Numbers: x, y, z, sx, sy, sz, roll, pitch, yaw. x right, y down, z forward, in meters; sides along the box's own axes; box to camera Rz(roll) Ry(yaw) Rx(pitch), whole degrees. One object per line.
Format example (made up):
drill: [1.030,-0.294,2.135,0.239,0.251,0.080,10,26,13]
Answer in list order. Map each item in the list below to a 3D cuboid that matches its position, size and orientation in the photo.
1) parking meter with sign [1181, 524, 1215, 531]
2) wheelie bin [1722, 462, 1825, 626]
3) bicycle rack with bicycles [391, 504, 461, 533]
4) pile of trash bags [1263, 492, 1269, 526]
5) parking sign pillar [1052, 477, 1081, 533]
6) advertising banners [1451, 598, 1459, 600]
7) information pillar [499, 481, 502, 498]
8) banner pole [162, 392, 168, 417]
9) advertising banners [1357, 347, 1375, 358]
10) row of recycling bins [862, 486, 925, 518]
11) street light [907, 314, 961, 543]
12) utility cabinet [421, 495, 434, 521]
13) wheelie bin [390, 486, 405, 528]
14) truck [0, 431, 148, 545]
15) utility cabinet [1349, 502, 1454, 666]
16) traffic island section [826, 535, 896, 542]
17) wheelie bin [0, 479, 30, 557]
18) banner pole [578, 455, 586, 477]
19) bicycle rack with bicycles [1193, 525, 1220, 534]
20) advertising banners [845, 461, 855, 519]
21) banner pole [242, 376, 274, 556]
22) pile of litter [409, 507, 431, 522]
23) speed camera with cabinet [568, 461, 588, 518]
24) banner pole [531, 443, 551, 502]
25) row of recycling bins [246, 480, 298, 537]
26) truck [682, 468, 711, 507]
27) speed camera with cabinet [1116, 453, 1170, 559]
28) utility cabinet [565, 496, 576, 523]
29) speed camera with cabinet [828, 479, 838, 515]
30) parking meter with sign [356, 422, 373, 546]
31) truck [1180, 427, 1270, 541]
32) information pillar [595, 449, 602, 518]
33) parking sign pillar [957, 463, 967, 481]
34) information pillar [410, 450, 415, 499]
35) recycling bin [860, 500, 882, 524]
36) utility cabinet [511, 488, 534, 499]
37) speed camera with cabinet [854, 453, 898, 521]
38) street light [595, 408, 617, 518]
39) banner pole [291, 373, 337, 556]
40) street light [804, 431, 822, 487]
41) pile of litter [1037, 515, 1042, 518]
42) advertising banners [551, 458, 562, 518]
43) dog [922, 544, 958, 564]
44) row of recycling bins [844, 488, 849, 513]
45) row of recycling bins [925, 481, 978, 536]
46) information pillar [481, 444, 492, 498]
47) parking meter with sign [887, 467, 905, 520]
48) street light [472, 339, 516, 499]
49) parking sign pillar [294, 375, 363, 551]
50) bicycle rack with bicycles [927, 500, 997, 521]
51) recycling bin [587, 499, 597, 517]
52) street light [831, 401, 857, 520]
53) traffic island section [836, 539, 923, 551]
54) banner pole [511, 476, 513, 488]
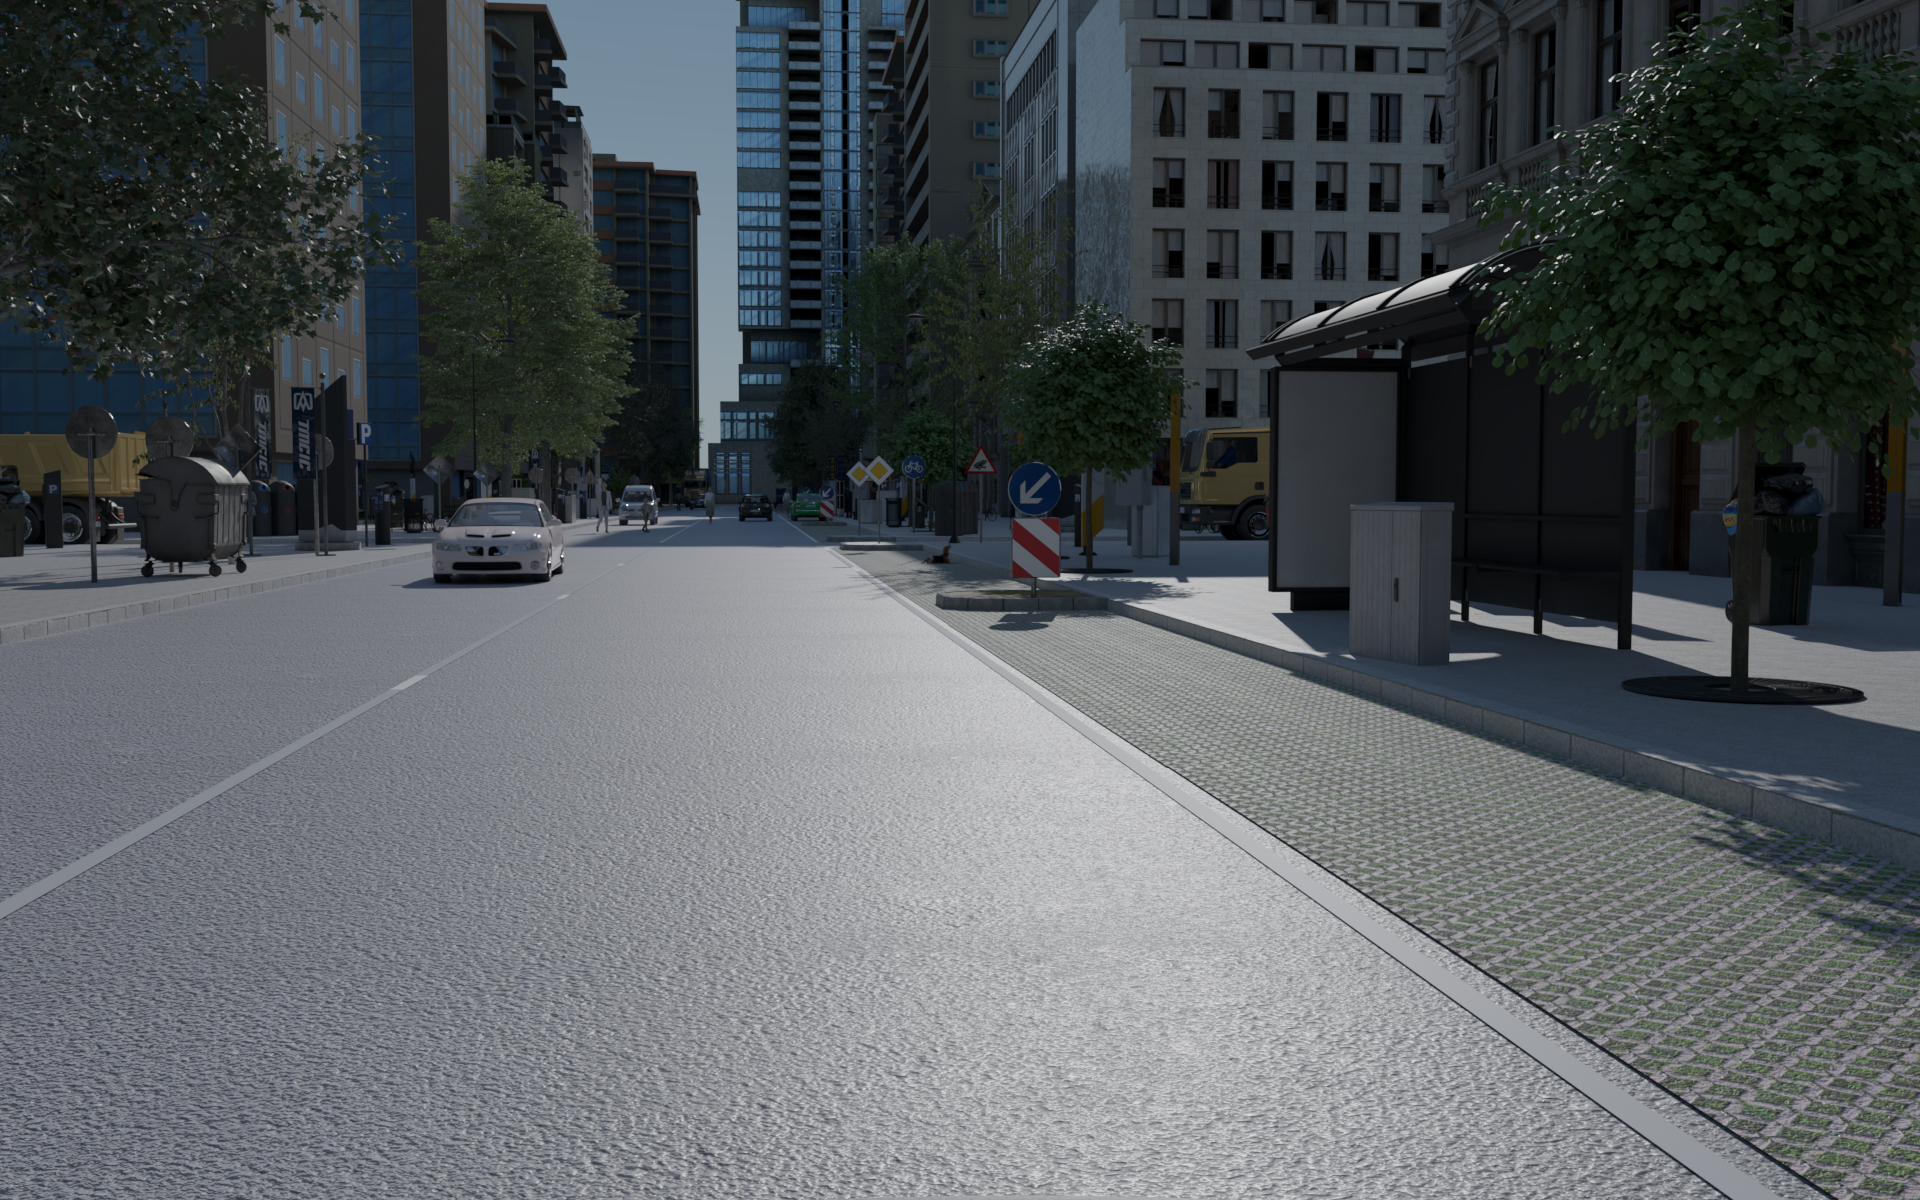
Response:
parking meter with sign: [8.103,-3.941,60.696,1.738,3.016,0.543,0,4,1]
wheelie bin: [8.053,-0.561,17.081,0.980,1.594,0.693,-1,4,-11]
bicycle rack with bicycles: [-17.902,-2.802,59.191,2.852,0.926,2.925,1,4,23]
pile of trash bags: [8.939,-2.058,43.409,3.447,1.369,1.912,-3,4,-36]
parking sign pillar: [3.755,-4.268,58.254,1.447,3.967,1.447,2,4,34]
advertising banners: [6.127,-1.507,20.828,2.074,3.025,0.090,1,4,14]
information pillar: [-24.885,-5.479,94.074,0.304,2.012,0.304,-1,4,-18]
banner pole: [-19.307,-3.190,42.178,0.401,3.779,0.863,-2,4,-32]
advertising banners: [4.422,-1.470,20.218,0.090,3.025,2.074,2,4,35]
row of recycling bins: [-3.525,-5.290,93.600,3.534,1.692,1.069,-1,4,-13]
street light: [-0.681,-4.428,44.940,1.470,5.913,1.316,0,4,-7]
utility cabinet: [-24.997,-4.289,81.283,0.306,1.237,1.020,0,4,0]
wheelie bin: [-21.541,-3.560,66.118,0.693,1.594,0.980,-2,4,-27]
truck: [-26.923,-3.042,45.668,9.791,3.379,3.469,0,4,-8]
utility cabinet: [3.391,-0.137,13.401,0.306,1.237,1.020,-1,4,-18]
traffic island section: [-3.048,-1.868,52.822,2.009,0.180,2.903,0,4,-7]
wheelie bin: [-19.529,-1.685,35.461,0.693,1.594,0.980,3,5,41]
banner pole: [-23.943,-7.312,109.561,0.401,3.779,0.863,2,4,29]
bicycle rack with bicycles: [8.837,-2.631,56.393,2.925,0.926,2.852,-2,4,-27]
advertising banners: [-5.780,-5.835,91.594,0.090,3.025,2.074,1,4,10]
banner pole: [-14.609,-2.814,36.027,0.401,3.779,0.863,1,4,23]
pile of litter: [-24.937,-3.989,79.186,1.719,0.858,1.176,0,4,-2]
speed camera with cabinet: [-20.354,-5.982,92.147,0.660,3.252,2.038,-2,4,-26]
banner pole: [-20.651,-5.795,84.762,0.863,3.779,0.401,2,4,27]
row of recycling bins: [-21.093,-2.795,52.817,1.069,1.692,3.534,2,4,28]
truck: [-28.699,-12.258,189.337,2.839,4.237,11.283,0,4,-5]
speed camera with cabinet: [3.710,-2.484,34.955,0.660,3.252,2.038,1,4,23]
utility cabinet: [-17.084,-3.963,75.961,0.306,1.237,1.020,0,4,-2]
speed camera with cabinet: [-7.644,-6.769,105.001,0.660,3.252,2.038,0,4,1]
parking meter with sign: [-15.323,-2.829,42.509,1.738,3.016,0.543,1,4,14]
truck: [10.494,-3.354,50.758,9.791,3.379,3.469,0,4,-6]
information pillar: [-18.976,-6.092,90.958,0.183,3.616,0.504,-3,5,-44]
parking sign pillar: [-0.268,-6.280,91.143,1.447,3.967,1.447,2,4,30]
information pillar: [-28.951,-6.130,91.586,0.183,3.616,0.504,-3,4,-38]
recycling bin: [-3.863,-3.817,74.962,0.722,1.027,0.722,3,4,38]
utility cabinet: [-15.462,-3.185,60.746,1.173,1.500,0.318,2,4,28]
speed camera with cabinet: [-4.008,-5.417,82.902,2.038,3.252,0.660,0,4,4]
street light: [-18.927,-7.373,93.092,1.470,5.913,1.316,0,4,-7]
banner pole: [-13.366,-2.798,35.762,0.863,3.779,0.401,-2,4,-34]
street light: [-10.711,-9.439,126.871,1.470,5.913,1.316,0,4,-7]
pile of litter: [2.960,-3.453,70.420,1.176,0.858,1.719,-1,4,-19]
advertising banners: [-19.662,-5.389,84.299,0.090,3.025,2.074,-2,4,-27]
dog: [-0.435,-0.936,35.491,0.748,0.427,0.550,3,5,43]
row of recycling bins: [-7.889,-6.852,119.149,1.069,1.692,3.534,1,4,21]
row of recycling bins: [-0.135,-2.892,54.403,1.069,1.692,3.534,1,4,11]
information pillar: [-21.490,-5.331,78.515,0.504,3.616,0.183,-3,5,-41]
parking meter with sign: [-3.260,-5.552,87.032,0.543,3.016,1.738,-2,4,-28]
street light: [-13.974,-4.850,51.835,1.470,5.913,1.316,0,4,-7]
parking sign pillar: [-14.485,-3.126,39.585,1.447,3.967,1.447,1,4,18]
bicycle rack with bicycles: [-0.050,-4.162,81.424,2.852,0.926,2.925,-3,5,-40]
recycling bin: [-20.672,-5.161,96.931,0.722,1.027,0.722,-3,5,-44]
street light: [-5.714,-6.943,86.067,1.470,5.913,1.316,0,4,-7]
traffic island section: [-2.076,-1.383,44.896,2.009,0.180,2.903,0,4,-7]
banner pole: [-22.398,-5.883,86.205,0.401,3.779,0.863,-2,4,-35]
